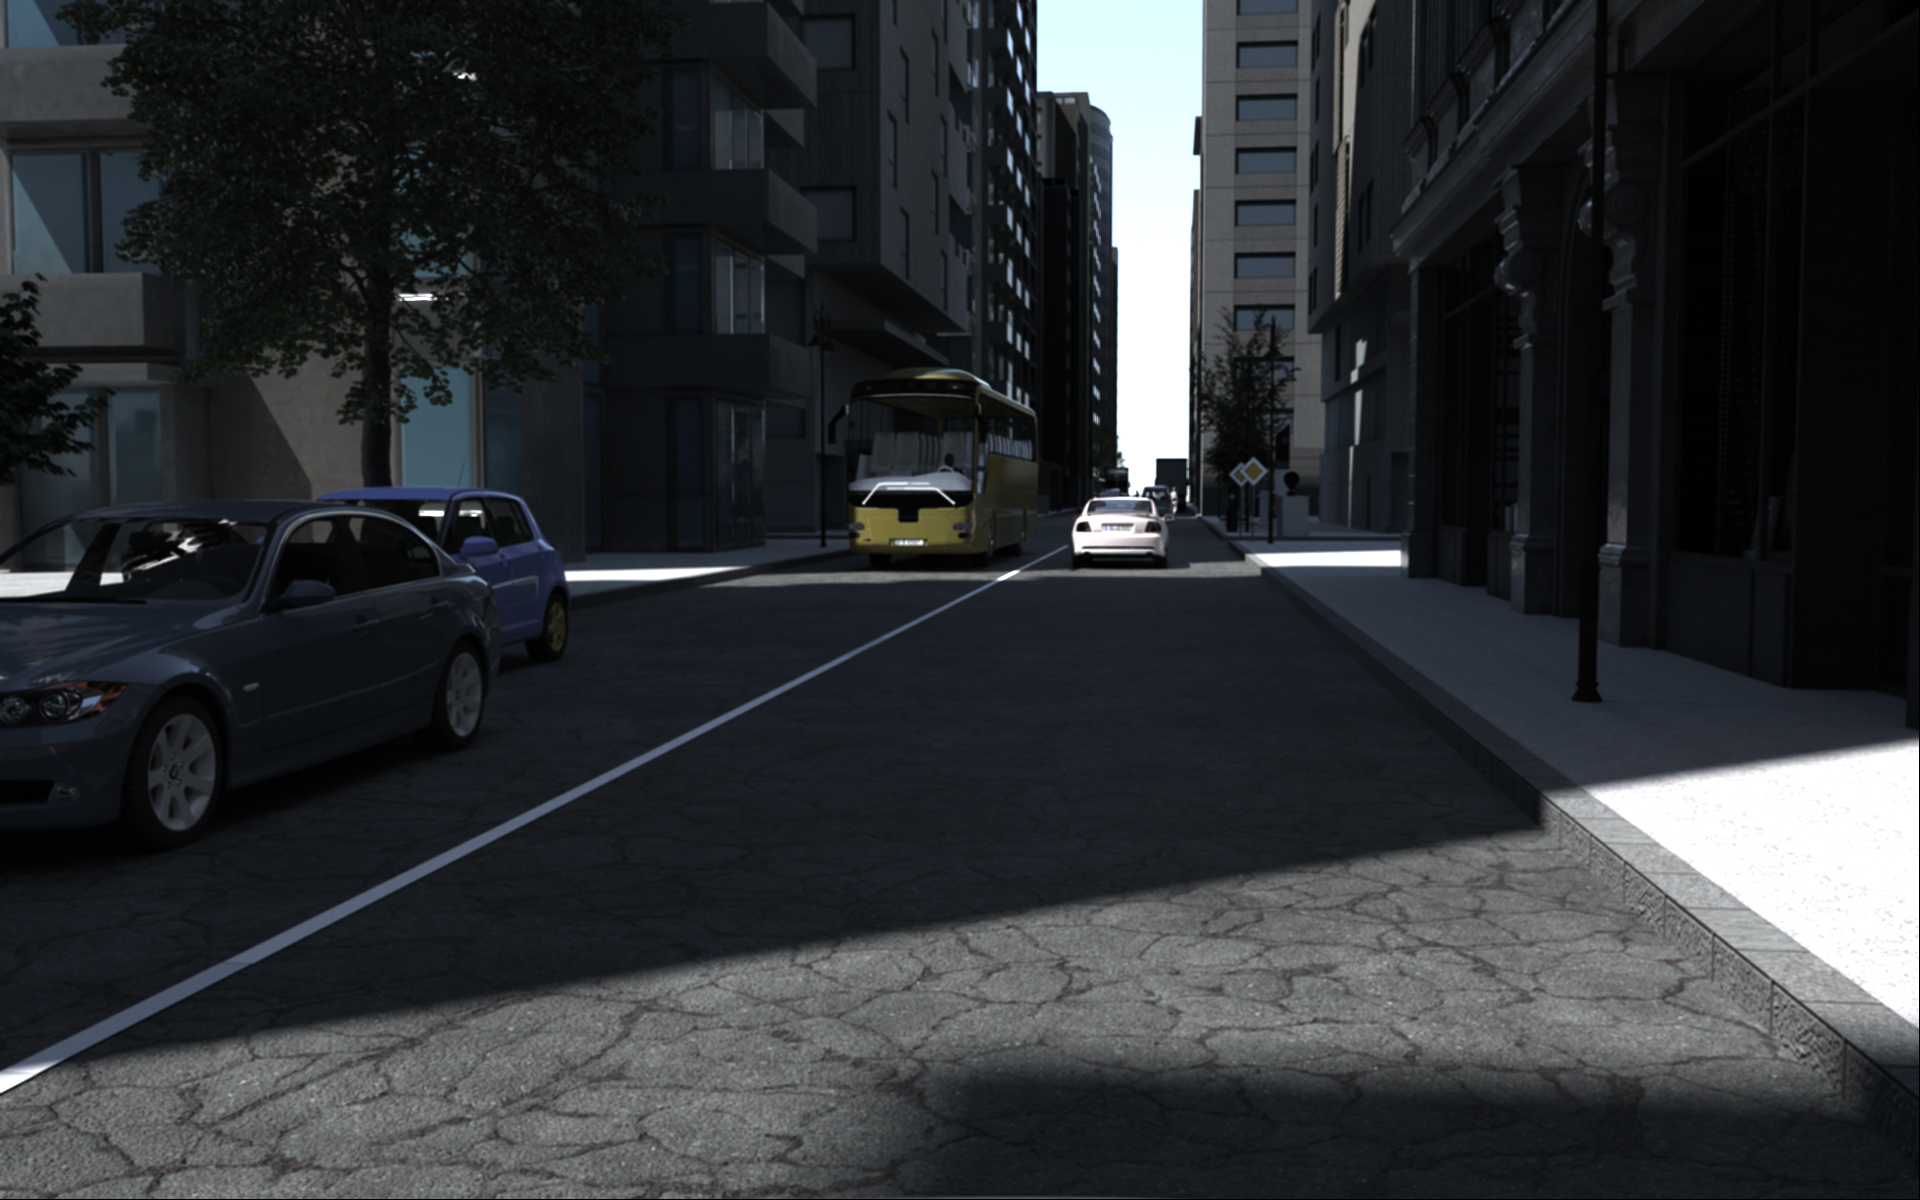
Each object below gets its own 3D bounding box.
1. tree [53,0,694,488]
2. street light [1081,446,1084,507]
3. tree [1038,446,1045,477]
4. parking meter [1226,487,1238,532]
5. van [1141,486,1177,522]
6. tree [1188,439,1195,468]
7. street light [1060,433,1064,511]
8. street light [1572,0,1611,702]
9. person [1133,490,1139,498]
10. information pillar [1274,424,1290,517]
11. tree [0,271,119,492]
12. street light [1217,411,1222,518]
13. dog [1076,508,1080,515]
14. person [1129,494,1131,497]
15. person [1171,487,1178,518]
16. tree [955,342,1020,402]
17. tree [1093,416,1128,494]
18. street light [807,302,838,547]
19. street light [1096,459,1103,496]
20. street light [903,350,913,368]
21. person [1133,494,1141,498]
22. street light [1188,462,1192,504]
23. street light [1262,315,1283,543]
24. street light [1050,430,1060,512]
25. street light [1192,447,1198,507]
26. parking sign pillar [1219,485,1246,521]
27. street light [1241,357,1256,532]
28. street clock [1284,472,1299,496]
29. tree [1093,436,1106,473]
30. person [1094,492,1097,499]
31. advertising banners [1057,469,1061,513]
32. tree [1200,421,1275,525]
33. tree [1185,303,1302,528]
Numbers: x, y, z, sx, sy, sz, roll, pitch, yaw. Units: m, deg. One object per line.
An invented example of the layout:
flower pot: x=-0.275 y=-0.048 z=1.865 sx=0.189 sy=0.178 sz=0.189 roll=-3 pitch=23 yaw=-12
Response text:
tree: x=-6.795 y=-6.265 z=20.561 sx=7.486 sy=12.596 sz=7.792 roll=0 pitch=3 yaw=0
street light: x=11.701 y=-11.800 z=165.715 sx=0.468 sy=5.910 sz=1.993 roll=0 pitch=4 yaw=7
tree: x=2.989 y=-6.746 z=94.012 sx=4.285 sy=4.588 sz=4.351 roll=0 pitch=3 yaw=0
parking meter: x=9.266 y=-3.093 z=58.979 sx=0.372 sy=1.533 sz=0.369 roll=0 pitch=3 yaw=0
van: x=10.157 y=-5.043 z=89.457 sx=2.013 sy=2.044 sz=4.112 roll=1 pitch=4 yaw=8
tree: x=29.632 y=-16.012 z=212.154 sx=4.360 sy=8.622 sz=3.978 roll=0 pitch=3 yaw=0
street light: x=7.616 y=-9.702 z=131.417 sx=0.468 sy=5.910 sz=1.993 roll=0 pitch=4 yaw=7
street light: x=3.891 y=-2.311 z=10.571 sx=0.468 sy=5.910 sz=1.993 roll=0 pitch=4 yaw=7
person: x=17.625 y=-10.109 z=173.644 sx=0.599 sy=1.838 sz=0.709 roll=0 pitch=4 yaw=-5
information pillar: x=10.709 y=-4.046 z=57.506 sx=0.504 sy=3.616 sz=0.183 roll=1 pitch=4 yaw=9
tree: x=-7.184 y=-1.120 z=12.917 sx=1.663 sy=3.219 sz=1.824 roll=0 pitch=3 yaw=0
street light: x=13.983 y=-7.371 z=93.310 sx=0.468 sy=5.910 sz=1.993 roll=0 pitch=4 yaw=7
dog: x=8.053 y=-6.049 z=118.185 sx=0.406 sy=0.507 sz=0.540 roll=-2 pitch=4 yaw=-28
person: x=25.975 y=-15.526 z=265.573 sx=0.991 sy=1.433 sz=0.599 roll=-2 pitch=4 yaw=-28
person: x=12.881 y=-5.865 z=104.277 sx=0.514 sy=1.842 sz=0.818 roll=2 pitch=4 yaw=32
tree: x=0.909 y=-8.231 z=84.935 sx=4.360 sy=8.622 sz=3.978 roll=0 pitch=3 yaw=0
tree: x=16.768 y=-16.675 z=207.053 sx=7.601 sy=10.594 sz=8.767 roll=-2 pitch=4 yaw=-29
street light: x=-3.317 y=-4.225 z=41.861 sx=0.468 sy=5.910 sz=1.993 roll=0 pitch=4 yaw=7
street light: x=15.914 y=-13.897 z=199.997 sx=0.468 sy=5.910 sz=1.993 roll=0 pitch=4 yaw=7
street light: x=-1.659 y=-5.054 z=55.422 sx=0.468 sy=5.910 sz=1.993 roll=0 pitch=4 yaw=7
person: x=22.196 y=-12.701 z=216.175 sx=1.348 sy=1.822 sz=0.705 roll=1 pitch=4 yaw=21
street light: x=27.484 y=-14.144 z=204.036 sx=0.468 sy=5.910 sz=1.993 roll=0 pitch=4 yaw=7
street light: x=8.077 y=-4.408 z=44.856 sx=0.468 sy=5.910 sz=1.993 roll=0 pitch=4 yaw=7
street light: x=6.718 y=-9.293 z=124.735 sx=0.468 sy=5.910 sz=1.993 roll=0 pitch=4 yaw=7
street light: x=23.258 y=-12.047 z=169.755 sx=0.468 sy=5.910 sz=1.993 roll=0 pitch=4 yaw=7
parking sign pillar: x=12.978 y=-5.699 z=81.644 sx=1.447 sy=3.967 sz=1.447 roll=1 pitch=4 yaw=18
street light: x=9.741 y=-5.249 z=58.605 sx=0.468 sy=5.910 sz=1.993 roll=0 pitch=4 yaw=7
street clock: x=10.744 y=-3.156 z=56.165 sx=0.471 sy=2.002 sz=0.358 roll=0 pitch=4 yaw=0
tree: x=14.308 y=-15.015 z=195.863 sx=4.737 sy=8.622 sz=4.395 roll=0 pitch=3 yaw=0
person: x=16.442 y=-12.239 z=209.282 sx=0.551 sy=1.740 sz=0.621 roll=-1 pitch=4 yaw=-21
advertising banners: x=6.927 y=-7.630 z=120.940 sx=0.090 sy=3.025 sz=2.074 roll=1 pitch=4 yaw=9
tree: x=11.874 y=-5.493 z=73.522 sx=4.285 sy=4.588 sz=4.351 roll=0 pitch=3 yaw=0
tree: x=10.792 y=-7.076 z=66.062 sx=4.737 sy=8.622 sz=4.395 roll=0 pitch=3 yaw=0
